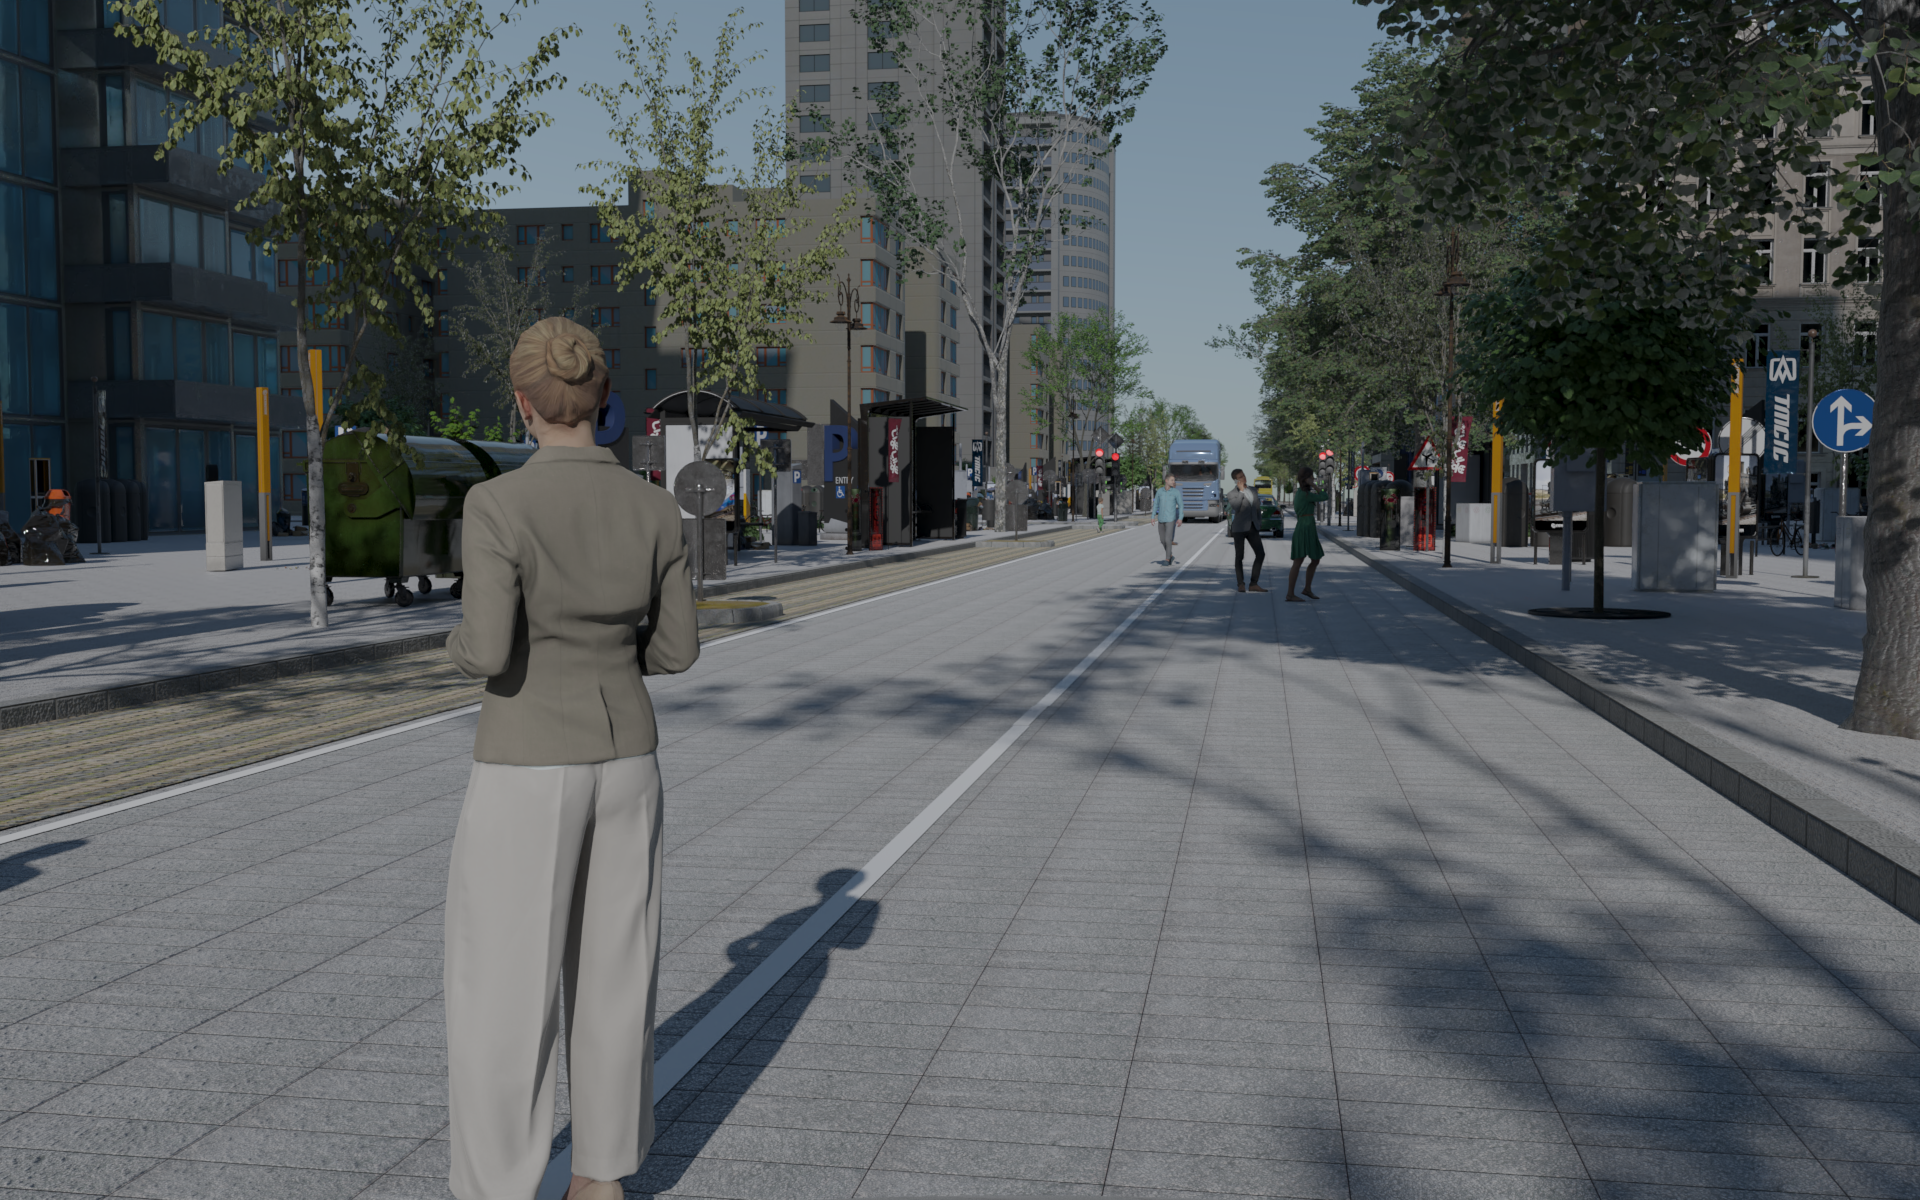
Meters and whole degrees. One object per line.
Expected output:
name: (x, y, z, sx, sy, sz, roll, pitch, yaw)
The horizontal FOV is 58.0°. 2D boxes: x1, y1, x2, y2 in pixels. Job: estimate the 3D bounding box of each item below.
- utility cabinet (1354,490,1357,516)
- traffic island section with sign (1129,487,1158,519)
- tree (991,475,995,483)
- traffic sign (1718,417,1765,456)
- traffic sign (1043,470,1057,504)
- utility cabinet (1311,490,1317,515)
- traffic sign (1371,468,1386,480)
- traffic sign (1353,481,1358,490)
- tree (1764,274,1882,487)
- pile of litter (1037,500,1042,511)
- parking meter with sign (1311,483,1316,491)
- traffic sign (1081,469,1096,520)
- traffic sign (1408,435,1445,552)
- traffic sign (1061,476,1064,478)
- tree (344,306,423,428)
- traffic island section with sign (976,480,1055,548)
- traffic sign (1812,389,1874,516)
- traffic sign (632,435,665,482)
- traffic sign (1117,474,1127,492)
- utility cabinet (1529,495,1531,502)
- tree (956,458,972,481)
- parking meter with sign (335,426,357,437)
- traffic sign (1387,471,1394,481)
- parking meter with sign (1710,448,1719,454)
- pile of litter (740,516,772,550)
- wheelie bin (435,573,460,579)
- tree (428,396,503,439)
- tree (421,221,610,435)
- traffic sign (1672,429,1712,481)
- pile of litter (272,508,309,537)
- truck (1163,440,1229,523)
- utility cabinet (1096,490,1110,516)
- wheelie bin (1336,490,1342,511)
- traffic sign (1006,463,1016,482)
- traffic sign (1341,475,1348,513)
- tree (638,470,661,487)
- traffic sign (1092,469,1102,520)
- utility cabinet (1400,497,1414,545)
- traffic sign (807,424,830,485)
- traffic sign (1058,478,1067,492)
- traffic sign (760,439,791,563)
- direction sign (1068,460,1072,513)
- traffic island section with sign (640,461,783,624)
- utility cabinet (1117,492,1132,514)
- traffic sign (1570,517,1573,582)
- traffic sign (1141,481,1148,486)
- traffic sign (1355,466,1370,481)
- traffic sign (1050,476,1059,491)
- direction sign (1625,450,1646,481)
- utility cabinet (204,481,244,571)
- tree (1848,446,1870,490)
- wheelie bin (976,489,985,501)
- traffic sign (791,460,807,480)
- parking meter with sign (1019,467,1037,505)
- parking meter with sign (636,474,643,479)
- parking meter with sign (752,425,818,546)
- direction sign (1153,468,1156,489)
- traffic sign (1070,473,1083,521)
utility cabinet: (22.967, -5.482, 98.311, 1.173, 1.500, 0.318, 1, 4, 20)
traffic island section with sign: (10.943, -5.684, 101.560, 1.989, 1.847, 2.006, 1, 4, 10)
tree: (3.030, -9.507, 150.039, 1.663, 3.219, 1.824, 0, 3, 0)
traffic sign: (13.023, -1.760, 28.885, 0.768, 2.556, 0.104, 1, 4, 16)
traffic sign: (4.684, -5.542, 90.713, 0.768, 2.556, 0.104, 1, 4, 15)
utility cabinet: (21.844, -5.945, 105.883, 0.318, 1.500, 1.173, -3, 4, -38)
traffic sign: (15.982, -3.918, 66.187, 0.606, 2.300, 0.079, 1, 4, 16)
traffic sign: (33.350, -8.958, 146.561, 0.768, 2.556, 0.104, 1, 4, 18)
tree: (28.548, -6.476, 56.252, 4.737, 8.622, 4.395, 0, 3, 0)
pile of litter: (5.303, -6.412, 118.796, 1.719, 0.858, 1.176, -1, 4, -12)
parking meter with sign: (24.990, -7.704, 122.220, 1.738, 3.016, 0.543, -2, 4, -23)
traffic sign: (6.368, -5.270, 86.264, 0.768, 2.556, 0.104, 1, 4, 10)
traffic sign: (10.372, -2.348, 38.399, 0.884, 2.594, 0.081, 1, 4, 12)
traffic sign: (6.794, -7.196, 117.764, 0.768, 2.556, 0.104, 1, 4, 11)
tree: (-21.663, -7.140, 67.103, 4.360, 8.622, 3.978, 0, 3, 0)
traffic island section with sign: (1.537, -2.352, 47.084, 1.989, 1.847, 2.006, 1, 4, 10)
traffic sign: (10.748, -1.283, 21.078, 0.768, 2.556, 0.104, 1, 4, 14)
traffic sign: (-5.446, -1.723, 30.302, 0.606, 2.300, 0.079, 1, 4, 14)
traffic sign: (10.212, -6.714, 109.877, 0.768, 2.556, 0.104, 1, 4, 18)
utility cabinet: (26.852, -4.282, 81.169, 1.020, 1.237, 0.306, 0, 4, 1)
tree: (0.336, -10.426, 154.173, 4.285, 4.588, 4.351, 0, 3, 0)
parking meter with sign: (-15.680, -2.885, 43.430, 0.543, 3.016, 1.738, 0, 4, 2)
traffic sign: (23.981, -5.932, 97.086, 0.768, 2.556, 0.104, 1, 4, 18)
parking meter with sign: (29.468, -4.276, 66.174, 1.738, 3.016, 0.543, -2, 4, -25)
pile of litter: (-4.975, -1.619, 40.433, 1.176, 0.858, 1.719, 0, 4, 2)
wheelie bin: (-7.670, -1.135, 26.472, 0.980, 1.594, 0.693, 2, 4, 23)
tree: (-10.014, -2.431, 34.344, 1.663, 3.219, 1.824, 0, 3, 0)
tree: (-11.854, -5.921, 47.179, 4.360, 8.622, 3.978, 0, 3, 0)
traffic sign: (13.197, -1.915, 31.424, 0.768, 2.556, 0.104, 1, 4, 11)
pile of litter: (-20.435, -2.383, 52.927, 1.176, 0.858, 1.719, 2, 4, 33)
truck: (12.729, -6.215, 91.372, 2.967, 4.110, 18.799, 1, 4, 10)
utility cabinet: (8.217, -5.577, 99.863, 0.318, 1.500, 1.173, 2, 4, 31)
wheelie bin: (27.924, -7.368, 128.373, 0.693, 1.594, 0.980, 3, 4, 36)
traffic sign: (1.887, -4.314, 70.638, 0.768, 2.556, 0.104, 1, 4, 14)
traffic sign: (25.249, -6.958, 113.866, 0.768, 2.556, 0.104, 1, 4, 18)
tree: (-16.965, -6.025, 93.115, 1.663, 3.219, 1.824, 0, 3, 0)
traffic sign: (6.779, -5.327, 87.200, 0.768, 2.556, 0.104, 1, 4, 12)
utility cabinet: (11.394, -2.001, 43.882, 1.020, 1.237, 0.306, 3, 5, 41)
traffic sign: (-3.327, -3.433, 50.000, 2.265, 3.308, 0.079, 1, 4, 13)
traffic sign: (6.405, -6.545, 109.145, 0.606, 2.300, 0.079, 1, 4, 12)
traffic sign: (-3.435, -1.843, 32.258, 0.606, 2.300, 0.079, 1, 4, 14)
direction sign: (7.390, -7.533, 115.166, 0.379, 3.537, 0.876, 2, 4, 32)
traffic island section with sign: (-3.127, -0.692, 19.947, 1.989, 1.847, 2.006, 1, 4, 10)
utility cabinet: (10.294, -6.130, 108.911, 1.173, 1.500, 0.318, -2, 4, -35)
traffic sign: (8.914, -1.541, 25.298, 0.768, 2.556, 0.104, 1, 4, 14)
traffic sign: (15.630, -8.997, 147.202, 0.768, 2.556, 0.104, 1, 4, 19)
traffic sign: (17.877, -4.702, 76.986, 0.768, 2.556, 0.104, 1, 4, 19)
traffic sign: (5.794, -6.623, 108.390, 0.768, 2.556, 0.104, 1, 4, 19)
direction sign: (29.253, -5.078, 75.015, 0.876, 3.537, 0.379, 2, 4, 29)
utility cabinet: (-12.364, -1.248, 29.081, 0.318, 1.500, 1.173, -1, 4, -9)
tree: (23.048, -2.985, 43.413, 1.663, 3.219, 1.824, 0, 3, 0)
wheelie bin: (1.461, -6.306, 111.004, 0.693, 1.594, 0.980, 2, 4, 32)
traffic sign: (-4.769, -3.015, 51.424, 0.606, 2.300, 0.079, 1, 4, 15)
parking meter with sign: (4.052, -7.034, 111.268, 1.738, 3.016, 0.543, 2, 4, 34)
parking meter with sign: (-12.406, -4.255, 65.837, 0.543, 3.016, 1.738, 3, 5, 43)
parking meter with sign: (-4.344, -2.877, 43.300, 1.738, 3.016, 0.543, 2, 4, 33)
direction sign: (17.241, -9.876, 153.467, 0.379, 3.537, 0.876, 0, 4, -7)
traffic sign: (5.606, -4.977, 83.501, 0.606, 2.300, 0.079, 1, 4, 19)
